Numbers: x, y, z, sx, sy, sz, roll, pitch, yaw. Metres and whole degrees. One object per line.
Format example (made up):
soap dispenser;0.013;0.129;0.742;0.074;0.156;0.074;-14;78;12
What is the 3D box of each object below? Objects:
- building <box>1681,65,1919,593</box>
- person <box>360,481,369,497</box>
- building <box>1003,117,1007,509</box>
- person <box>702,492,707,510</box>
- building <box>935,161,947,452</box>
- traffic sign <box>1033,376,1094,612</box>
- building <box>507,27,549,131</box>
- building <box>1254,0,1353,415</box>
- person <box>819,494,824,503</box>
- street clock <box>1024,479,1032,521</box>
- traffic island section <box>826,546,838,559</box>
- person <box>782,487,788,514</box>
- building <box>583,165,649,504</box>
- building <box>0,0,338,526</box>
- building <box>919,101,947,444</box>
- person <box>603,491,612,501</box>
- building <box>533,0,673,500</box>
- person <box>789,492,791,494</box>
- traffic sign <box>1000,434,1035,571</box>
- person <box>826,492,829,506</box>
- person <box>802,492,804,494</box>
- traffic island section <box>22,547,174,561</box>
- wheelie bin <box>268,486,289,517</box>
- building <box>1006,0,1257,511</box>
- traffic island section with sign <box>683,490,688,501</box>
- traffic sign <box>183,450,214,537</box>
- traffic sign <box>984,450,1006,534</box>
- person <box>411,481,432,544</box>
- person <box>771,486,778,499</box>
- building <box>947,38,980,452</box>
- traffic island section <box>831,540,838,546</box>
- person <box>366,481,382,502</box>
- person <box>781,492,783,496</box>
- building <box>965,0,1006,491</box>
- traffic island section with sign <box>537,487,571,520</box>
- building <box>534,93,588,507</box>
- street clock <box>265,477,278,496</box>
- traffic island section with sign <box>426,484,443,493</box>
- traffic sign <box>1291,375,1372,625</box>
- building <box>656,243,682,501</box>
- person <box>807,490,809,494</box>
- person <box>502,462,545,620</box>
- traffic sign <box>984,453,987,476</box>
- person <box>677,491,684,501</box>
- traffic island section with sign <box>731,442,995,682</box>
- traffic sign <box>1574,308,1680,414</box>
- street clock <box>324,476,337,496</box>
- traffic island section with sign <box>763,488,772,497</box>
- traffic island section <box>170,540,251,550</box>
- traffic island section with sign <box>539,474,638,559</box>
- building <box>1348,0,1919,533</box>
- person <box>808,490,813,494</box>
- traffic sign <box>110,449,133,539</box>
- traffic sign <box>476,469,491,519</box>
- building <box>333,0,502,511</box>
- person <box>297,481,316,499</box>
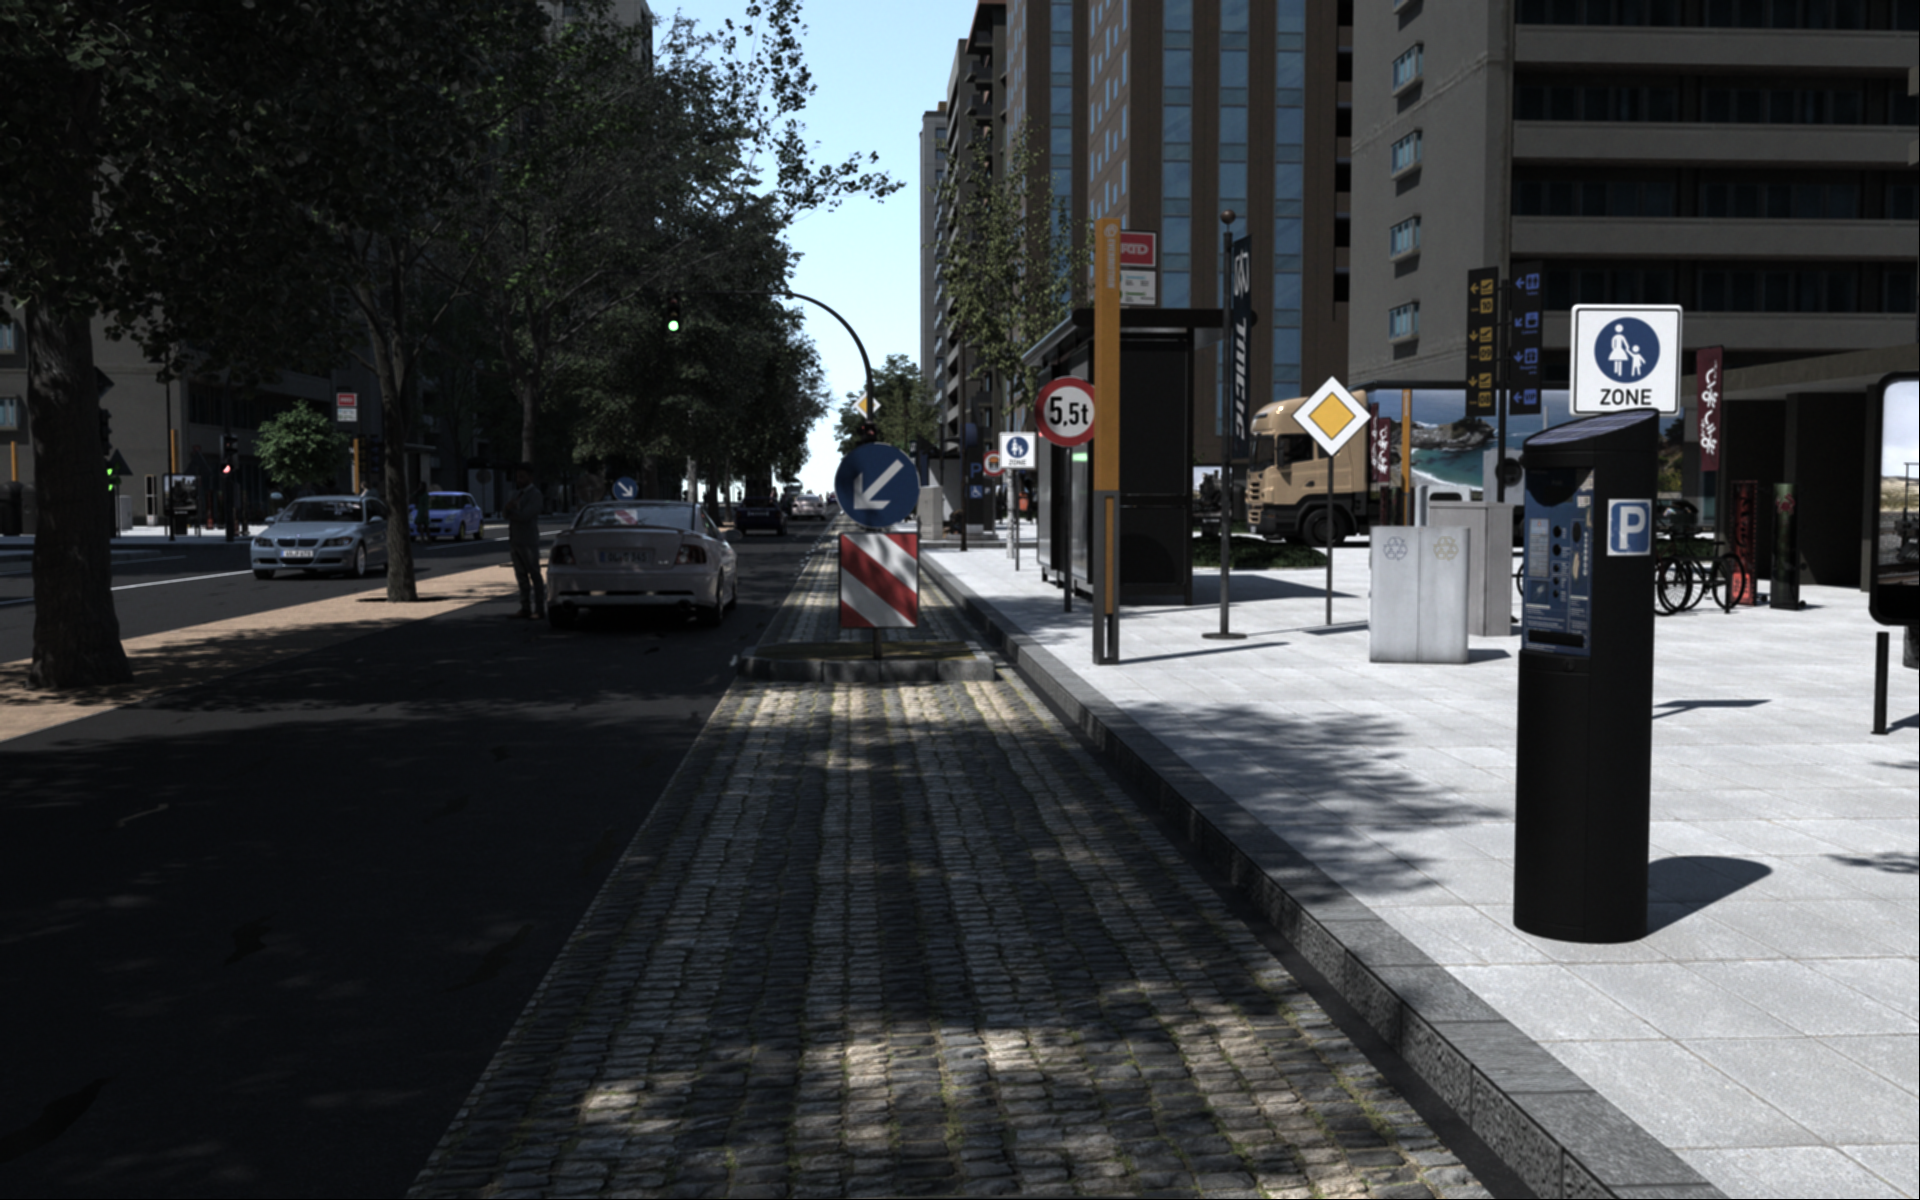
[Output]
building;21.946;-21.940;13.340;22.147;44.769;28.867;0;4;-4
person;-18.200;-2.733;53.200;0.654;1.822;0.581;-2;4;-27
building;10.092;-22.081;132.726;14.160;30.474;14.107;0;4;-4
person;-22.414;-8.663;151.616;0.415;1.643;0.593;-3;4;-36
building;8.046;-37.824;238.031;23.786;49.044;30.456;0;4;-4
traffic sign;1.177;-1.143;18.797;0.768;2.556;0.104;0;4;1
building;-47.489;-30.180;148.062;22.147;44.769;28.867;0;4;-4
building;14.181;-26.659;85.993;14.600;45.320;14.200;0;4;-4
person;-10.802;-7.469;133.885;0.557;1.426;1.065;-3;4;-39
street clock;3.291;-4.738;82.030;0.358;2.002;0.471;-3;5;-40
traffic island section;-2.011;-1.035;39.208;2.009;0.180;2.903;0;4;-4
person;-9.770;-5.368;96.282;0.388;1.821;0.555;-1;4;-19
building;-51.653;-34.916;225.498;22.147;44.769;28.867;0;4;-4
building;-42.300;-27.758;77.544;21.300;48.544;21.600;0;4;-4
building;4.333;-44.338;266.927;21.231;58.520;28.212;0;4;-4
person;-21.352;-5.794;105.041;0.589;1.601;0.330;0;4;-3
building;-52.493;-49.619;249.518;20.563;71.187;20.611;0;4;-4
person;-22.349;-13.323;227.042;1.217;1.736;0.721;-3;5;-42
traffic sign;0.959;-1.636;28.876;0.606;2.300;0.079;0;4;6
person;-15.847;-12.033;205.957;0.721;1.735;1.217;0;4;-1
person;-20.792;-13.423;228.692;1.217;1.736;0.721;0;4;6
traffic island section;-18.971;-0.972;38.167;2.009;0.180;2.903;0;4;-4
wheelie bin;-26.154;-3.581;66.451;0.693;1.594;0.980;-3;4;-36
building;10.556;-28.416;114.715;14.600;45.320;14.200;0;4;-4
traffic island section with sign;-27.321;-10.048;172.910;1.989;1.847;2.006;0;4;-4
traffic sign;-22.560;-3.138;51.312;0.884;2.594;0.081;0;4;-3
traffic sign;0.985;-3.066;50.238;0.768;2.556;0.104;0;4;1
person;-15.254;-2.479;49.287;0.600;1.795;0.529;3;5;39
person;-9.338;-4.793;86.873;0.388;1.821;0.555;2;4;26
building;9.842;-33.956;178.882;21.300;48.544;21.600;0;4;-4
traffic island section;-2.505;-1.523;47.178;2.009;0.180;2.903;0;4;-4
person;-16.687;-2.498;49.435;0.635;1.810;0.391;2;4;32
person;-28.421;-16.314;275.951;1.217;1.735;0.721;-3;4;-38
building;11.852;-30.536;153.887;22.147;44.769;28.867;0;4;-4
traffic island section with sign;-22.523;-5.308;95.410;1.989;1.847;2.006;0;4;-4
building;-44.967;-29.749;169.984;14.154;41.232;14.086;0;4;-4
street clock;-29.582;-4.276;74.489;0.358;2.002;0.471;2;4;35
traffic island section with sign;-20.861;-3.662;68.506;1.989;1.847;2.006;0;4;-4
traffic sign;3.609;-0.961;16.892;0.795;2.450;0.064;0;4;-3
building;-50.952;-35.765;268.350;14.154;41.232;14.086;0;4;-4
person;-15.127;-10.053;172.883;1.348;1.822;0.705;3;5;39
person;-5.020;-0.681;19.811;0.511;1.800;0.466;2;4;29
traffic sign;0.574;-3.204;52.484;0.768;2.556;0.104;0;4;4
person;-24.539;-8.733;151.999;0.721;1.736;1.217;-3;5;-40
traffic island section with sign;-0.783;-0.332;14.049;1.989;1.847;2.006;0;4;-4
traffic sign;3.601;-0.448;9.448;0.606;2.300;0.079;0;4;-3
street clock;-25.423;-4.001;69.978;0.471;2.002;0.358;-1;4;-9
traffic island section with sign;-13.527;-6.930;121.440;2.006;1.907;1.989;0;4;-4
traffic island section;-19.464;-1.459;46.137;2.009;0.180;2.903;0;4;-4
traffic island section with sign;-8.426;-1.891;39.052;2.006;1.907;1.989;0;4;-4
building;26.521;-27.025;65.557;21.600;48.544;21.300;0;4;-4
person;-12.572;-8.389;145.757;1.348;1.812;0.705;0;4;6
traffic sign;-24.022;-3.022;49.410;0.884;2.594;0.081;0;4;1
traffic sign;-24.148;-5.365;87.828;0.768;2.556;0.104;0;4;-2
building;-41.328;-27.124;127.073;14.154;41.232;14.086;0;4;-4
person;-18.783;-2.523;49.847;0.767;1.812;0.694;3;5;43
